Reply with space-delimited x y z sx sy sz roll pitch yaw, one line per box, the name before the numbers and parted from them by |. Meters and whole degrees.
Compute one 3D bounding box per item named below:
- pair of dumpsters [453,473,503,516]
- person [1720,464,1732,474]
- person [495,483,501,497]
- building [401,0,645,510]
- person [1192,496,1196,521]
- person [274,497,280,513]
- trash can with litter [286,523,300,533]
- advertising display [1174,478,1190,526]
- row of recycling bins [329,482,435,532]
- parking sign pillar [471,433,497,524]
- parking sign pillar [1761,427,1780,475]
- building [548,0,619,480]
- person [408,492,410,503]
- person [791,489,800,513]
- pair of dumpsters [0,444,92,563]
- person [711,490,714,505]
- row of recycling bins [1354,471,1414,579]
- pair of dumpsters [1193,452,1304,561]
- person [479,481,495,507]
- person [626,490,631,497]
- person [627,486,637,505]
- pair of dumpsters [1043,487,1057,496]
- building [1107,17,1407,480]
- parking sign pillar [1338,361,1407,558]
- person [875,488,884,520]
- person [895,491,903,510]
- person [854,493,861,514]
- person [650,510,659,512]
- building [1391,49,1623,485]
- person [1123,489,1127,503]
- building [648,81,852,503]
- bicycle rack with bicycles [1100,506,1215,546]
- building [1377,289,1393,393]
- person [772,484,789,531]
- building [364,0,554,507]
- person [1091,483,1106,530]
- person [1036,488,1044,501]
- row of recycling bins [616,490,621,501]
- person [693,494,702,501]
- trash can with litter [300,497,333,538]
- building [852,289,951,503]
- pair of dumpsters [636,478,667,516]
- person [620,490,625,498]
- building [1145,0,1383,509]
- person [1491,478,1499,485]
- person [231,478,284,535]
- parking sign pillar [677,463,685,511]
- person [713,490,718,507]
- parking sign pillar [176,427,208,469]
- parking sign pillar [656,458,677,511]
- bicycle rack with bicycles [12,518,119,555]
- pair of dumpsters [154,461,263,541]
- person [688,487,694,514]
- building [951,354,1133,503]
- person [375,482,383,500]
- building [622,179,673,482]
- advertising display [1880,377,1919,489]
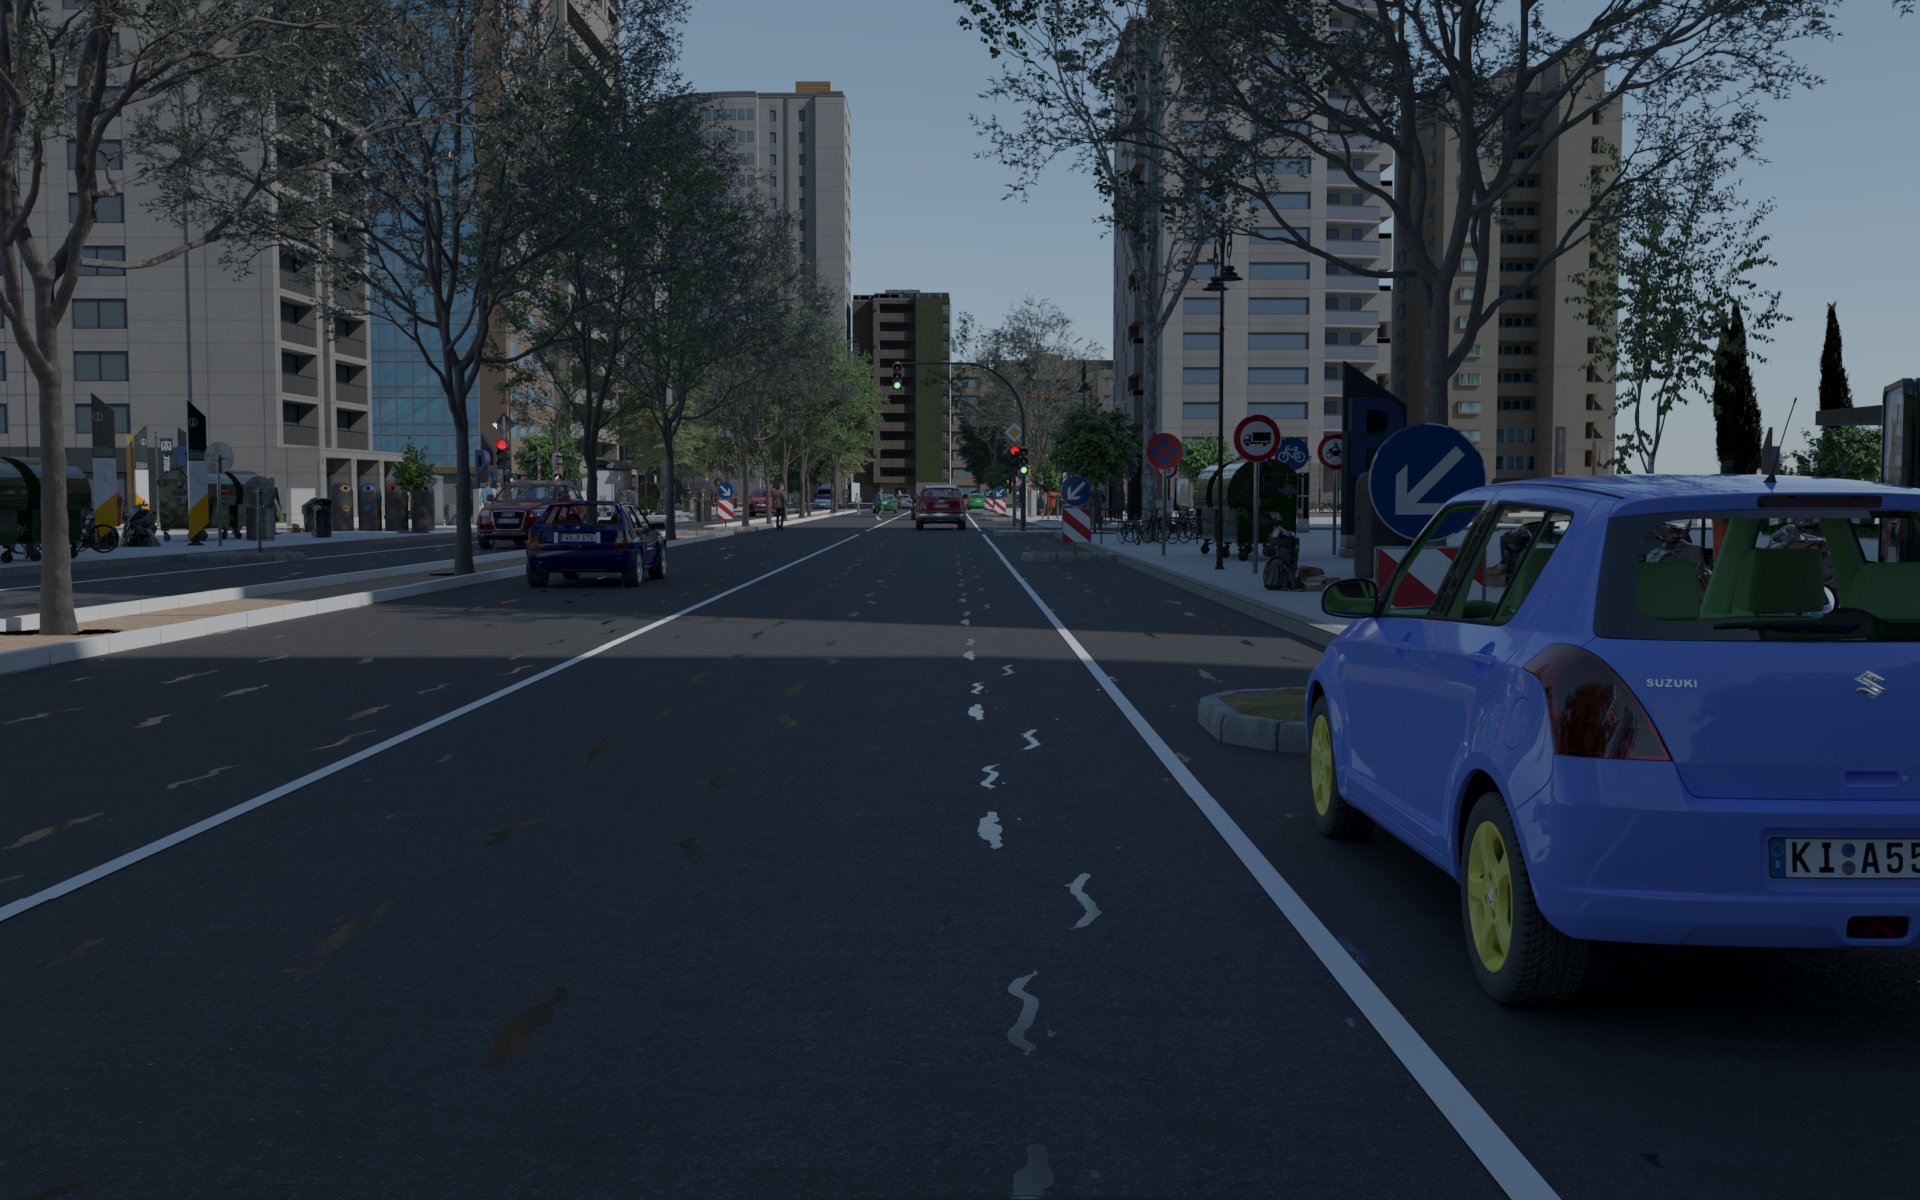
pair of dumpsters | -21.835 -4.685 79.086 1.574 2.255 4.437 0 4 0
person | 12.888 -1.397 29.163 0.678 1.792 0.850 0 4 4
person | -19.574 -4.088 73.432 0.519 1.759 0.362 -2 4 -34
building | -42.790 -44.968 173.479 20.563 71.187 20.611 0 4 0
person | 9.942 -4.040 72.643 0.362 1.759 0.519 -2 4 -34
person | -35.167 -5.029 88.669 0.661 1.777 0.834 3 4 36
trash can with litter | -21.856 -2.835 57.747 1.055 1.170 0.624 -3 5 -43
advertising display | 8.913 -3.937 69.580 0.123 1.923 0.974 3 5 39
row of recycling bins | -20.024 -3.235 60.011 3.534 1.692 1.069 -1 4 -11
parking sign pillar | -20.686 -5.330 75.612 1.447 3.967 1.447 -3 5 -39
parking sign pillar | 32.844 -5.002 70.248 1.447 3.967 1.447 1 4 14
building | -43.046 -32.377 153.067 21.300 48.544 21.600 0 4 0
person | -32.344 -5.795 100.918 0.853 1.813 0.709 1 4 13
person | -12.128 -7.318 128.415 0.678 1.792 0.850 -2 4 -31
pair of dumpsters | -18.079 -1.830 32.414 1.574 2.255 4.437 0 4 0
person | -28.690 -11.805 199.779 0.721 1.743 1.217 1 4 9
row of recycling bins | 6.880 -1.264 27.778 1.069 1.692 3.534 1 4 19
pair of dumpsters | 5.792 -1.986 34.965 1.574 2.255 4.437 0 4 0
person | -18.833 -3.833 69.056 0.601 1.785 0.444 0 4 1
person | -29.899 -9.163 156.309 0.568 1.767 0.683 2 4 26
person | -15.032 -4.323 79.462 0.678 1.792 0.850 2 4 30
pair of dumpsters | 7.081 -8.408 139.964 1.574 2.255 4.437 0 4 0
building | 31.502 -36.790 190.760 28.713 52.752 27.495 0 4 0
parking sign pillar | 8.403 -2.846 35.007 1.447 3.967 1.447 0 4 -3
person | -4.475 -5.300 95.503 0.444 1.785 0.601 -2 4 -27
person | -5.588 -9.090 157.846 1.217 1.736 0.721 3 5 44
person | -7.302 -6.897 123.859 0.503 1.515 0.523 0 4 3
person | -21.051 -6.903 118.823 0.836 1.842 0.656 -1 4 -21
building | 61.633 -34.880 193.996 21.600 48.544 21.300 0 4 0
person | 16.249 -10.084 171.630 1.217 1.743 0.721 -3 4 -38
building | -29.963 -43.328 250.412 28.212 58.520 21.231 0 4 0
bicycle rack with bicycles | 4.878 -1.905 44.525 2.852 0.926 2.925 -2 4 -26
building | 62.936 -29.070 247.002 14.107 30.474 14.160 0 4 0
person | -7.027 -3.637 67.876 0.656 1.842 0.836 -1 4 -9
building | -37.904 -29.013 124.479 14.600 45.320 14.200 0 4 0
person | 5.205 -3.552 65.933 0.474 1.900 0.648 2 4 35
person | 4.956 -6.307 109.280 0.709 1.813 0.853 -1 4 -19
row of recycling bins | -22.030 -6.276 109.718 1.069 1.692 3.534 -1 4 -9
person | -14.748 -5.407 97.254 0.532 1.782 0.716 -1 4 -20
trash can with litter | -18.896 -2.427 51.068 0.624 1.170 1.055 -3 4 -37
building | -8.289 -29.122 247.846 14.107 30.474 14.160 0 4 0
pair of dumpsters | -18.655 -6.289 105.314 1.574 2.255 4.437 0 4 0
person | -29.675 -8.795 150.669 0.721 1.723 1.217 3 5 45
building | 27.931 -37.966 162.750 21.231 58.520 28.212 0 4 0
person | 18.321 -3.250 59.191 0.388 1.821 0.555 -2 4 -26
person | -22.050 -2.944 54.392 1.509 1.804 0.699 -1 4 -13
parking sign pillar | -21.956 -8.934 134.549 1.447 3.967 1.447 2 4 34
person | -23.717 -9.874 168.404 0.530 1.710 0.541 -2 4 -26
parking sign pillar | -30.939 -4.986 69.985 1.447 3.967 1.447 0 4 -3
parking sign pillar | -20.832 -8.093 120.785 1.447 3.967 1.447 -1 4 -22
bicycle rack with bicycles | -19.781 -1.479 37.570 2.925 0.926 2.852 -1 4 -9
pair of dumpsters | -21.059 -2.833 48.810 1.574 2.255 4.437 0 4 0
person | -17.790 -6.597 114.447 0.362 1.759 0.519 -2 4 -32
building | 13.175 -25.065 254.854 28.899 21.520 27.650 0 4 0
person | -27.013 -4.537 80.249 0.620 1.820 0.660 2 4 35
building | -40.485 -31.441 197.660 14.086 41.232 14.154 0 4 0
advertising display | 5.425 -0.293 10.002 0.123 1.923 0.974 1 4 22
